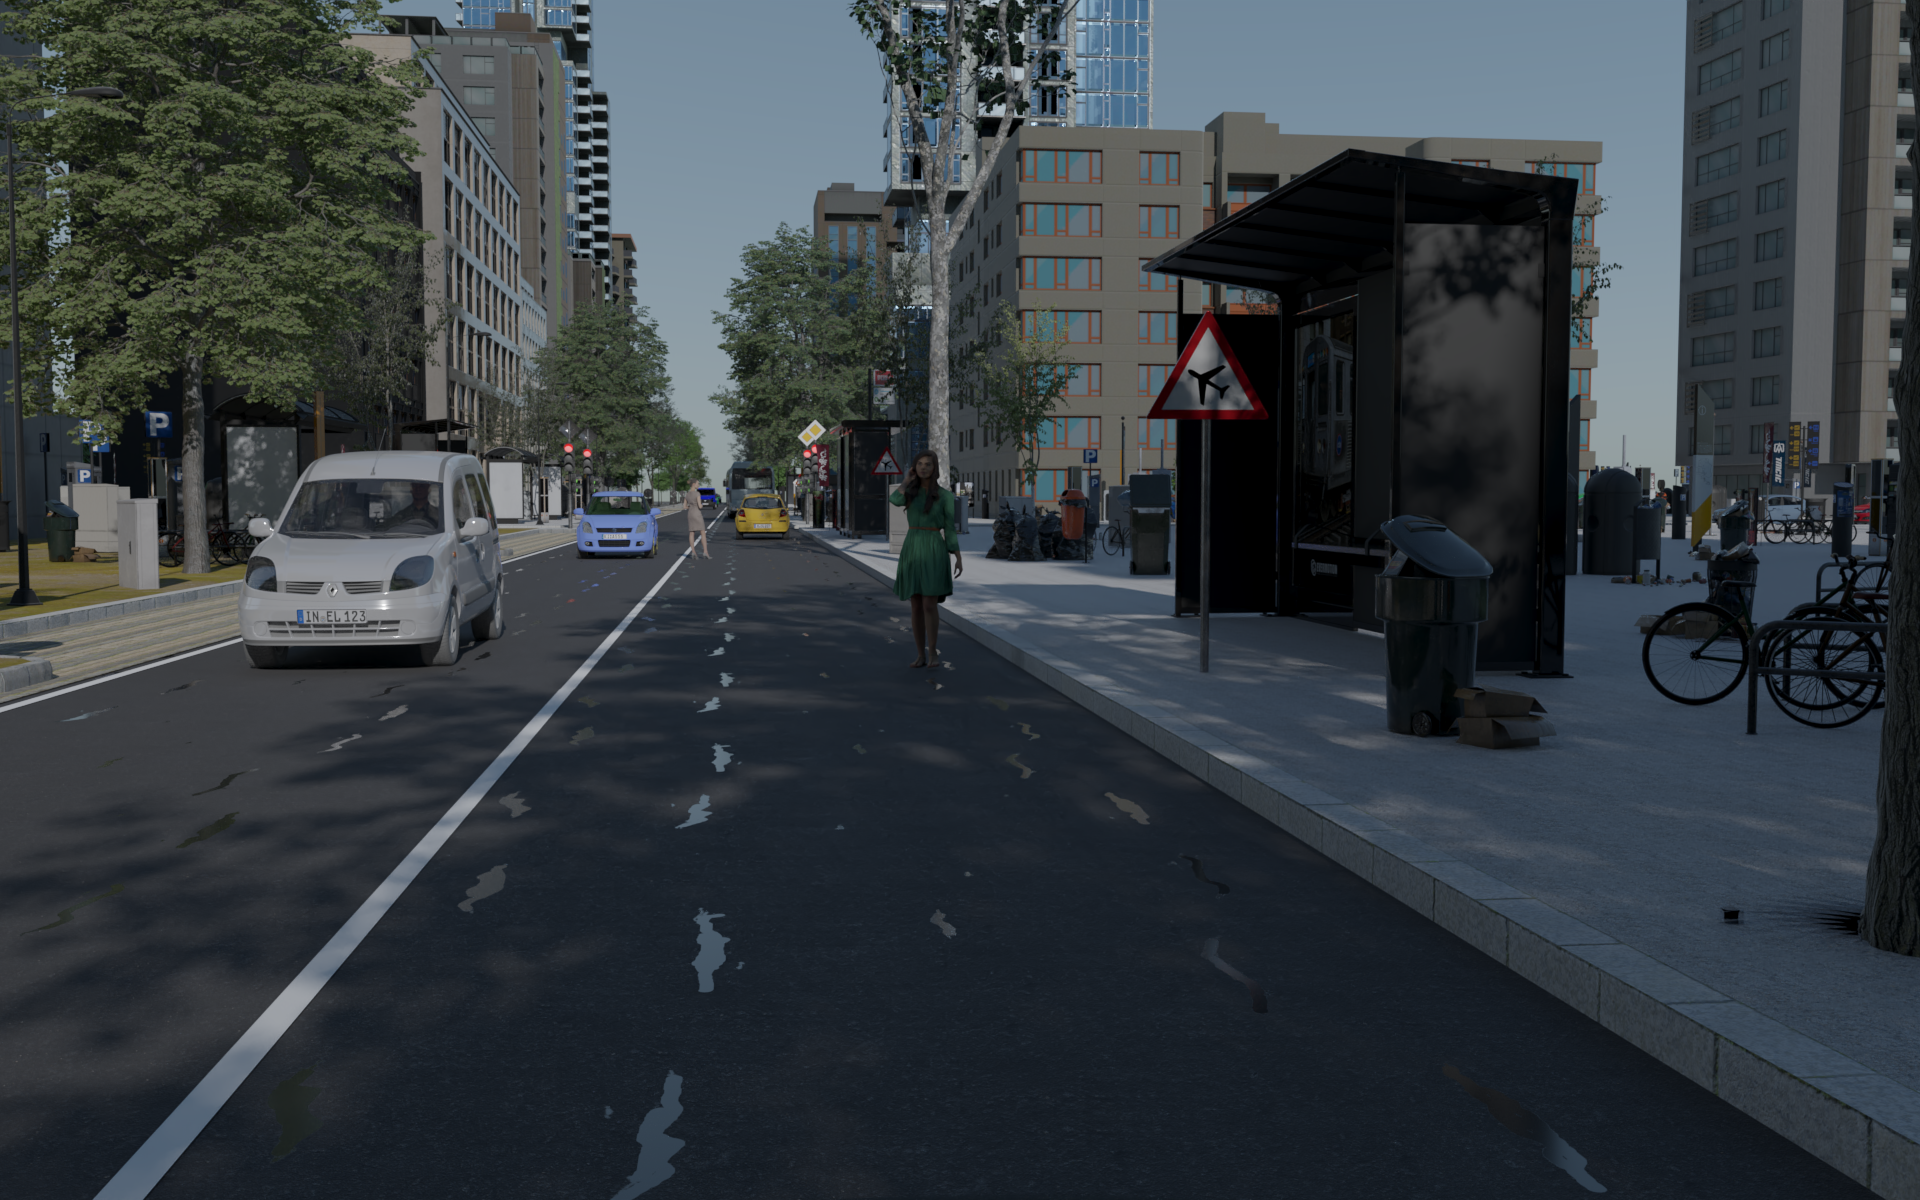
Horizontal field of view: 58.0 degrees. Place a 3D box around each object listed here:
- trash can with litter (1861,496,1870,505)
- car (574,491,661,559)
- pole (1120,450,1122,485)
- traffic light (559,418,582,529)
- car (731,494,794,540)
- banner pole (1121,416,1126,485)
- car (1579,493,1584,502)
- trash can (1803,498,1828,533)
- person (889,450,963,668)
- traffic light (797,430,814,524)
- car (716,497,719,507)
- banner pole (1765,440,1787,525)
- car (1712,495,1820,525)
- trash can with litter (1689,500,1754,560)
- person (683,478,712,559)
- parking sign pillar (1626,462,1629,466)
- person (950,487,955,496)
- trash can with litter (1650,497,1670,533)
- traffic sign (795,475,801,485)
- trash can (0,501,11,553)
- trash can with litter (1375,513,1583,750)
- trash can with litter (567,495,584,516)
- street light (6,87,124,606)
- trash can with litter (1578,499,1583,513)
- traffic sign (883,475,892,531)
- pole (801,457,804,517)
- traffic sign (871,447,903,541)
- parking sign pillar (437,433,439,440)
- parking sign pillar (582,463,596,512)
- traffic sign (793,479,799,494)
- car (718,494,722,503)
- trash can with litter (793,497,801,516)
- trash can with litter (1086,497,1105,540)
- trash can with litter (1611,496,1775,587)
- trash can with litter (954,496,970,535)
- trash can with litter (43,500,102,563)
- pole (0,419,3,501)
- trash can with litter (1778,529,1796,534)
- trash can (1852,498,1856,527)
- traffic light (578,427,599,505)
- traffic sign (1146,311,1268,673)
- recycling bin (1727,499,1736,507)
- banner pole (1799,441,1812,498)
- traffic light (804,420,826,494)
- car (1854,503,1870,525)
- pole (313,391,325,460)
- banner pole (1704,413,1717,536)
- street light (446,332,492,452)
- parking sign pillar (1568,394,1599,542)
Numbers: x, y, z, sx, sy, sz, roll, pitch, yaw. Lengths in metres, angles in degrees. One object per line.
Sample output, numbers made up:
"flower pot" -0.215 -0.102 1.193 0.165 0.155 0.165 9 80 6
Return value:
"trash can with litter" 54.182 -5.789 105.714 1.678 1.210 2.233 -1 4 -17
"car" -7.790 -1.830 39.506 1.945 1.707 3.694 -1 4 -8
"pole" 7.494 -5.270 80.014 0.158 3.312 0.155 0 3 0
"traffic light" -14.458 -4.607 64.246 0.839 4.253 0.868 0 4 -7
"car" -6.348 -2.782 55.705 2.015 1.641 3.980 0 4 -6
"banner pole" 5.279 -4.031 55.919 0.401 3.779 0.863 1 4 12
"car" 27.059 -3.953 73.424 4.718 1.807 1.959 -1 4 -9
"trash can" 28.532 -2.821 57.781 0.748 1.137 0.748 0 3 0
"person" -0.272 -0.335 14.222 0.600 1.795 0.529 0 4 1
"traffic light" -6.486 -5.163 73.329 0.839 4.253 0.868 0 4 -7
"car" -27.576 -11.165 191.338 1.959 1.807 4.718 -1 4 -8
"banner pole" 33.389 -4.955 71.034 0.863 3.779 0.401 2 4 24
"car" 34.580 -3.812 74.322 4.499 1.417 2.014 0 4 -8
"trash can with litter" 14.710 -1.349 33.448 1.055 1.170 0.624 0 4 6
"person" -5.800 -1.799 38.256 0.599 1.781 0.374 2 4 34
"parking sign pillar" 56.018 -9.643 146.136 1.447 3.967 1.447 2 4 34
"person" -0.436 -3.865 71.868 0.537 1.800 0.526 0 4 -2
"trash can with litter" 23.057 -2.795 57.080 0.624 1.170 1.055 2 4 23
"traffic sign" -9.076 -6.119 100.056 0.884 2.594 0.081 0 4 -3
"trash can" -21.234 -1.615 38.054 0.748 1.137 0.748 0 3 0
"trash can with litter" 2.689 0.138 9.129 0.624 1.170 1.055 -2 4 -29
"trash can with litter" -22.631 -5.462 100.357 1.678 1.210 2.233 0 4 3
"street light" -10.248 -2.894 19.858 1.470 5.913 1.316 0 4 -7
"trash can with litter" 22.586 -3.165 63.127 1.055 1.170 0.624 -1 4 -17
"traffic sign" -2.599 -3.603 59.012 0.768 2.556 0.104 0 4 -4
"pole" -8.640 -6.196 95.154 0.158 3.312 0.155 0 3 0
"traffic sign" -2.002 -2.902 47.450 0.884 2.594 0.081 0 4 -3
"parking sign pillar" -22.047 -5.101 71.867 1.447 3.967 1.447 2 4 26
"parking sign pillar" -24.952 -7.892 117.504 1.447 3.967 1.447 -1 4 -21
"traffic sign" -10.768 -7.005 115.714 0.795 2.450 0.064 0 4 -5
"car" -38.819 -16.248 275.436 2.009 1.686 4.222 -1 4 -9
"trash can with litter" -8.889 -5.522 101.342 2.233 1.210 1.678 0 4 2
"trash can with litter" 3.386 -2.297 48.621 1.678 1.210 2.233 -2 4 -24
"trash can with litter" 10.257 -0.851 24.964 2.233 1.210 1.678 -2 4 -29
"trash can with litter" -0.522 -2.705 55.278 2.233 1.210 1.678 -3 5 -45
"trash can with litter" -16.730 -1.303 32.698 1.055 1.170 0.624 1 4 13
"pole" -25.137 -3.146 45.283 0.158 3.312 0.155 0 3 0
"trash can with litter" 26.228 -2.777 56.458 1.678 1.210 2.233 -1 4 -16
"trash can" 32.949 -3.232 64.504 0.748 1.137 0.748 0 3 0
"traffic light" -15.472 -5.092 72.167 0.839 4.253 0.868 0 4 -7
"traffic sign" 1.759 -0.758 12.395 0.884 2.594 0.081 0 4 -6
"recycling bin" 39.549 -4.649 88.572 0.722 1.027 0.722 -1 4 -11
"banner pole" 39.612 -5.579 81.230 0.401 3.779 0.863 -1 4 -18
"traffic light" -5.472 -4.678 65.408 0.839 4.253 0.868 0 4 -7
"car" 40.803 -4.048 75.227 4.494 1.783 2.155 0 4 -7
"pole" -12.732 -2.485 34.468 0.158 3.312 0.155 0 3 0
"banner pole" 23.120 -3.891 53.628 0.401 3.779 0.863 -1 4 -15
"street light" -14.095 -4.716 49.650 1.470 5.913 1.316 0 4 -7
"parking sign pillar" 16.112 -3.556 46.613 1.447 3.967 1.447 -3 4 -37
